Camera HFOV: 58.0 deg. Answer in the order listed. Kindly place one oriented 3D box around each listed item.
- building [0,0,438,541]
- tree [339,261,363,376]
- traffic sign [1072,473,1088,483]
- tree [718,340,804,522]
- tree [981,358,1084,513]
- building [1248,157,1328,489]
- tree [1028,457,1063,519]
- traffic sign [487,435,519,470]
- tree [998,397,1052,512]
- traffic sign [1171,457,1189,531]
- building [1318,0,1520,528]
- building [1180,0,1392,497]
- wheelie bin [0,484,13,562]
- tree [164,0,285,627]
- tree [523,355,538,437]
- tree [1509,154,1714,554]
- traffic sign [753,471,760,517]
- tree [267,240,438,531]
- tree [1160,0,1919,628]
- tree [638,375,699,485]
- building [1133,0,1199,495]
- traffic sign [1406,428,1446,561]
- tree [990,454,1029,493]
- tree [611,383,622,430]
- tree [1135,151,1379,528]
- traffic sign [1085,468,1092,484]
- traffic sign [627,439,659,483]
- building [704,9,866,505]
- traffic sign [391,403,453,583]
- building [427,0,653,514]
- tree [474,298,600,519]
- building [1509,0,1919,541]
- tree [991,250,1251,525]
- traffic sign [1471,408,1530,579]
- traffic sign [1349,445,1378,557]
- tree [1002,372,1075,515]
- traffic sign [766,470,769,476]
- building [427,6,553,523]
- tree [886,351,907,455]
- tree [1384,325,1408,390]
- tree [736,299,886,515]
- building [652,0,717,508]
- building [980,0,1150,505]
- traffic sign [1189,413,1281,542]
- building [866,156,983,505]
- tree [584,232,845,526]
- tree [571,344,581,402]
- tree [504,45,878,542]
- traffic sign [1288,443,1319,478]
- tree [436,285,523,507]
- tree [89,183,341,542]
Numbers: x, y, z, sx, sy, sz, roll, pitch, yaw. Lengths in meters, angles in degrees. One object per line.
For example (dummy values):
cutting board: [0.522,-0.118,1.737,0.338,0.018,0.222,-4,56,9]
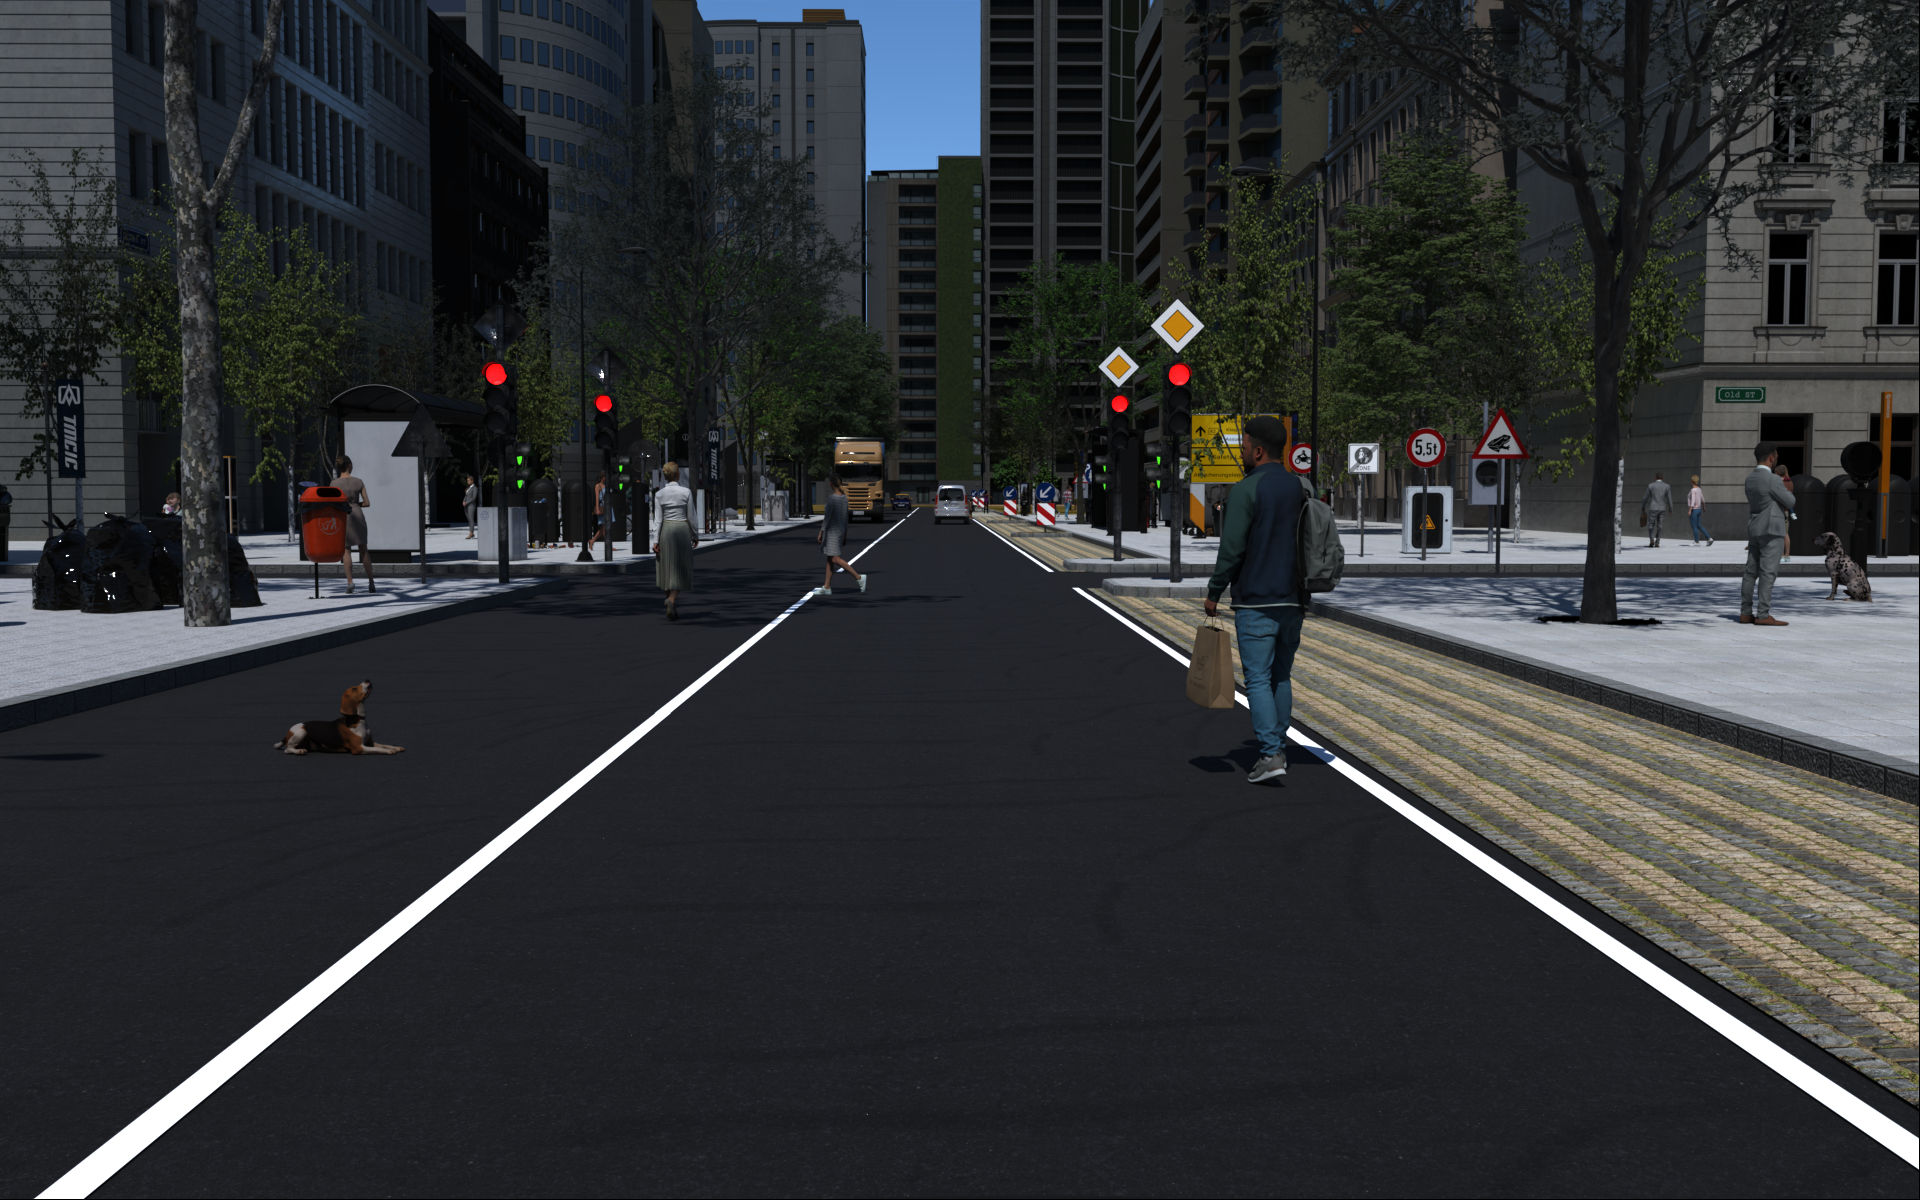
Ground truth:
building: [-28.312,-17.335,60.917,11.434,29.767,29.804,0,4,-1]
tree: [-18.177,-5.862,46.202,4.737,8.622,4.395,0,3,0]
traffic sign: [6.007,-5.261,86.018,0.884,2.594,0.081,0,4,6]
tree: [-9.055,-7.944,80.249,4.737,8.622,4.395,0,3,0]
tree: [4.900,-11.057,115.198,7.601,10.594,8.767,0,4,4]
building: [23.020,-15.312,99.494,9.793,20.994,18.267,0,4,-1]
tree: [4.382,-5.823,89.800,1.663,3.219,1.824,0,3,0]
traffic sign: [-9.831,-2.280,37.384,0.768,2.556,0.104,0,4,0]
tree: [4.485,-10.768,126.423,4.737,8.622,4.395,0,3,0]
traffic sign: [7.680,-3.659,59.923,0.768,2.556,0.104,0,4,5]
building: [24.632,-17.125,77.260,12.463,27.353,25.104,0,4,-1]
building: [28.938,-29.291,133.533,22.147,44.769,28.867,0,4,-1]
wheelie bin: [-18.369,-1.520,32.752,0.693,1.594,0.980,0,4,2]
tree: [-7.688,-9.723,14.867,12.611,20.169,13.585,0,3,0]
tree: [-19.469,-7.376,70.956,4.360,8.622,3.978,0,3,0]
tree: [14.138,-5.314,37.243,4.737,8.622,4.395,0,3,0]
traffic sign: [-11.313,-5.841,95.508,0.884,2.594,0.081,0,4,2]
tree: [-18.404,-6.159,51.069,4.360,8.622,3.978,0,3,0]
tree: [6.405,-6.503,16.701,12.009,13.543,11.850,0,3,0]
tree: [-17.393,-9.234,101.335,4.360,8.622,3.978,0,3,0]
building: [27.757,-32.724,158.739,21.300,48.544,21.600,0,4,-1]
traffic sign: [8.957,-2.035,33.373,0.768,2.556,0.104,0,4,3]
tree: [3.950,-9.556,139.946,4.285,4.588,4.351,0,3,0]
tree: [-18.835,-7.941,80.193,4.737,8.622,4.395,0,3,0]
tree: [6.151,-5.340,37.673,4.737,8.622,4.395,0,3,0]
traffic sign: [6.485,-5.174,84.696,0.768,2.556,0.104,0,4,4]
traffic sign: [-7.361,-2.454,40.232,0.768,2.556,0.104,0,4,6]
building: [-25.780,-41.134,214.538,28.212,58.520,21.231,0,4,-1]
traffic sign: [-7.698,-1.516,24.790,0.884,2.594,0.081,0,4,1]
building: [-34.218,-35.416,121.044,21.231,58.520,28.212,0,4,-1]
tree: [-16.639,-7.064,65.858,4.737,8.622,4.395,0,3,0]
building: [41.597,-17.025,54.768,44.131,29.872,17.030,0,4,-1]
tree: [5.151,-9.019,73.215,9.928,11.665,9.643,0,3,0]
traffic sign: [8.162,-1.604,26.230,0.884,2.594,0.081,0,4,0]
traffic sign: [8.188,-2.023,35.213,0.606,2.300,0.079,0,4,6]
tree: [4.702,-9.447,104.822,4.360,8.622,3.978,0,3,0]
traffic sign: [-9.731,-5.461,89.387,0.768,2.556,0.104,0,4,0]
building: [-27.897,-15.578,84.383,12.332,23.373,15.834,0,4,-1]
tree: [-8.350,-13.101,120.859,9.857,13.997,8.962,0,3,0]
tree: [14.753,-7.001,64.824,4.737,8.622,4.395,0,3,0]
tree: [-9.220,-12.140,105.139,9.857,13.997,8.962,0,3,0]
building: [-34.177,-32.689,158.160,21.600,48.544,21.300,0,4,-1]
building: [12.952,-47.501,214.889,20.611,71.187,20.563,0,4,-1]
traffic sign: [6.910,-3.041,43.596,2.265,3.308,0.079,0,4,3]
building: [-4.345,-32.322,212.057,14.086,41.232,14.154,0,4,-1]
tree: [-8.620,-8.789,69.448,9.928,11.665,9.643,0,3,0]
tree: [-17.313,-10.247,93.301,9.928,11.665,9.643,0,3,0]
tree: [-7.209,-8.355,46.981,12.009,13.543,11.850,0,3,0]
traffic sign: [8.526,-2.629,43.082,0.768,2.556,0.104,0,4,3]
tree: [-18.086,-6.653,59.136,4.360,8.622,3.978,0,3,0]
tree: [-17.580,-5.485,40.039,4.737,8.622,4.395,0,3,0]
